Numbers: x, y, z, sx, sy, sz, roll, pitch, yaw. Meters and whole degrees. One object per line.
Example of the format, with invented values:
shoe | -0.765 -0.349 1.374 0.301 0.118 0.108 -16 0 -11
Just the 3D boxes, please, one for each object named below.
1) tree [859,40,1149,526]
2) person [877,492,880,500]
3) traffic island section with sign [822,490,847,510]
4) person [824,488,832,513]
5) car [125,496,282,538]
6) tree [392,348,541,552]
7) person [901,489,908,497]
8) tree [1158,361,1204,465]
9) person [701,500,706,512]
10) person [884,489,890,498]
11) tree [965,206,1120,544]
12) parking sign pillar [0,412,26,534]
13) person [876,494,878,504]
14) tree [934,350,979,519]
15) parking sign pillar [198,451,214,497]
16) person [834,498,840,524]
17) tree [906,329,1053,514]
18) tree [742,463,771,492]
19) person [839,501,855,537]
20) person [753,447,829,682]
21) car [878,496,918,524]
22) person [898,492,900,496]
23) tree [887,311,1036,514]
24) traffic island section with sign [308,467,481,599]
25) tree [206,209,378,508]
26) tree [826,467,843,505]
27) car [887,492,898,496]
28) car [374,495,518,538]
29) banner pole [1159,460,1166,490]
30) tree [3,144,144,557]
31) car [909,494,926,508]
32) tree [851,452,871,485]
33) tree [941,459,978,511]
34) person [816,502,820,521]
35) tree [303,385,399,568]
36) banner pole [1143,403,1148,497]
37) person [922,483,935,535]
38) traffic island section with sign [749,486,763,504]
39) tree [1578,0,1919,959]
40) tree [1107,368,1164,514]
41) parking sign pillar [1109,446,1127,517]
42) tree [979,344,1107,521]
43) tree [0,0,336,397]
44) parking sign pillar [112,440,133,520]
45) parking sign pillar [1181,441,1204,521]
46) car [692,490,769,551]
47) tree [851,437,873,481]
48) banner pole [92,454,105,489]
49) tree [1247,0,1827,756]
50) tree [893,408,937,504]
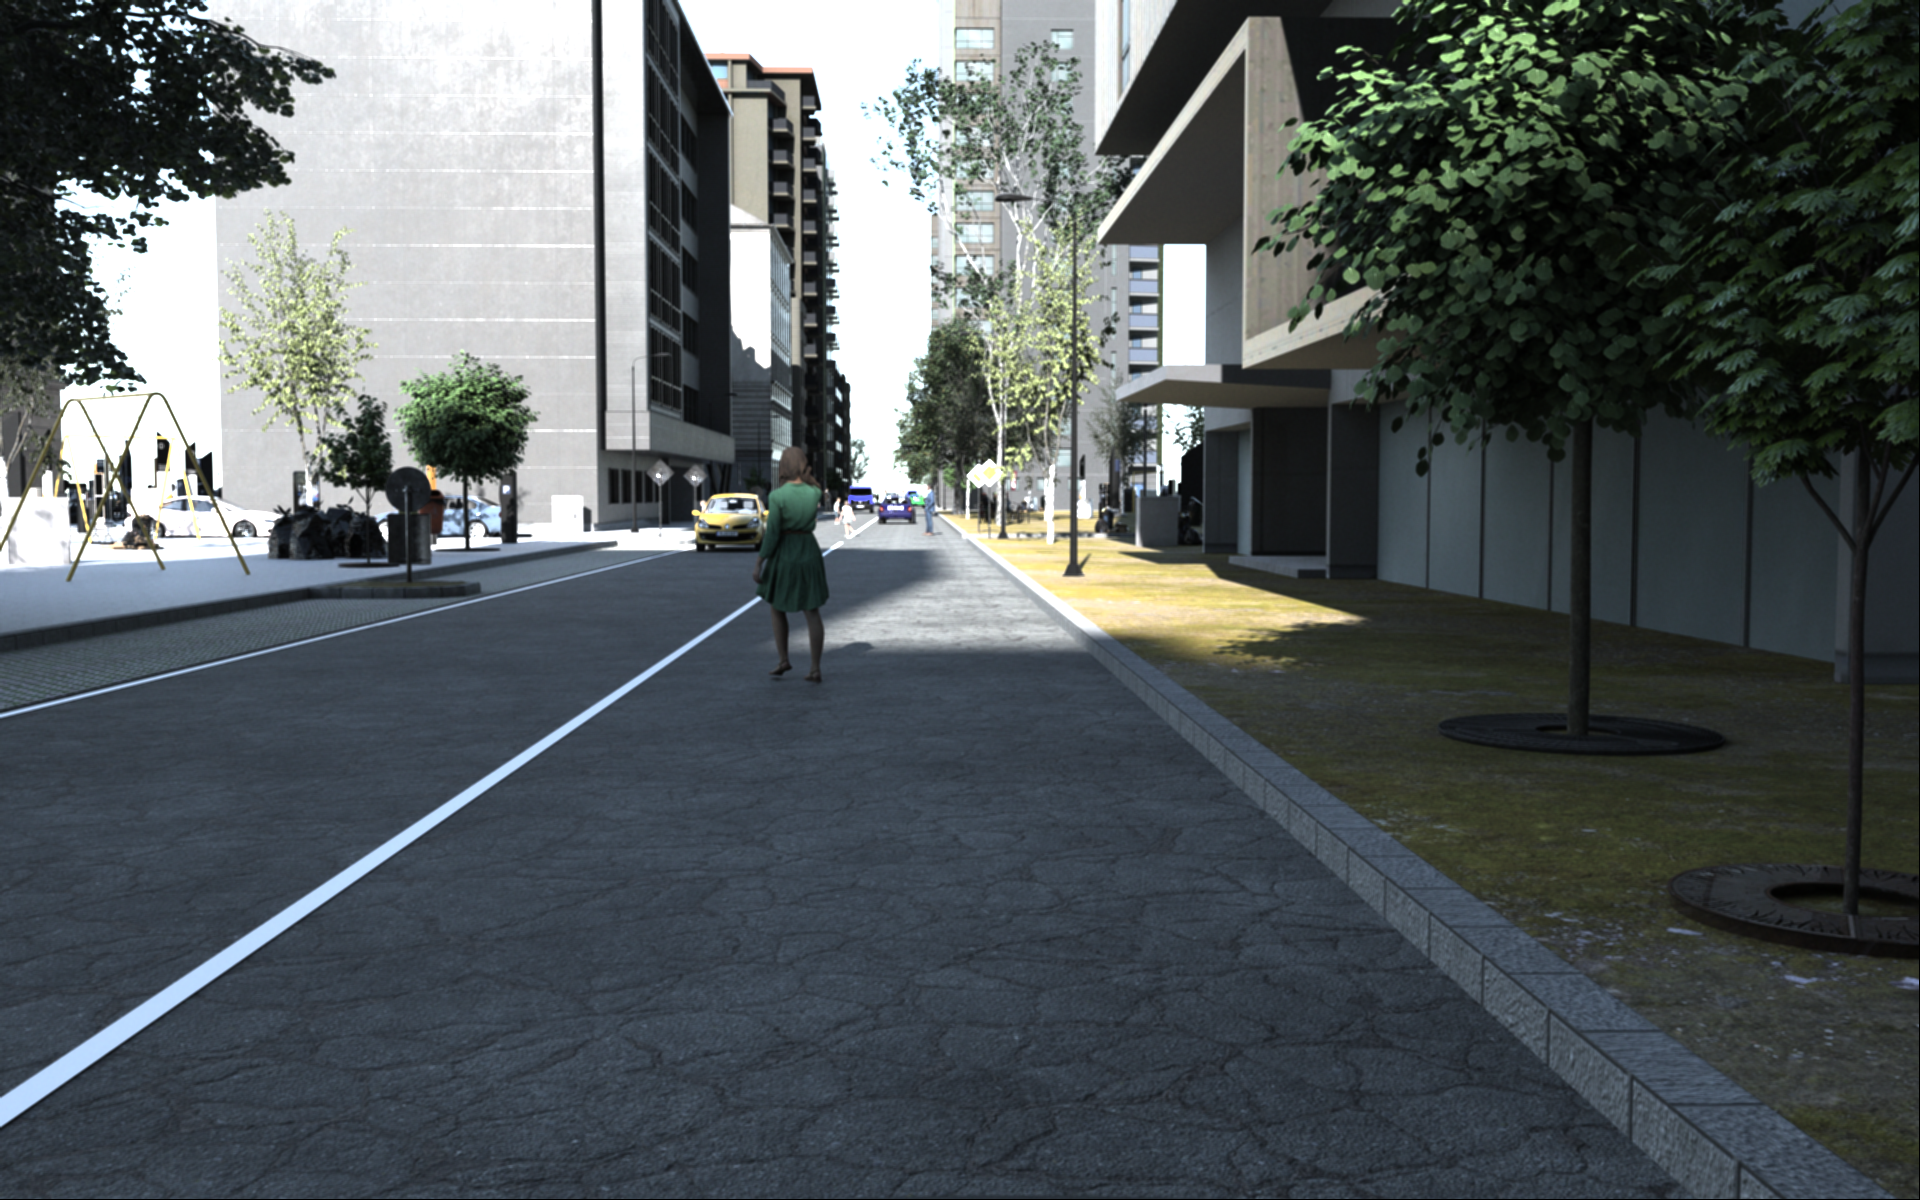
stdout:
tree | 3.069 -13.132 70.599 12.611 20.169 13.585 0 3 0
person | -13.078 -16.326 276.145 0.721 1.735 1.217 3 5 40
traffic island section with sign | -11.506 -9.086 157.188 1.989 1.847 2.006 0 4 -2
person | -9.989 -7.513 130.697 0.648 1.900 0.474 1 4 9
car | -23.295 -2.529 53.714 4.827 1.381 2.083 0 4 0
tree | -11.142 -3.399 39.289 4.285 4.588 4.351 0 3 0
person | -4.004 -7.061 124.302 0.623 1.781 0.721 1 4 13
tree | 13.098 -8.858 95.186 4.737 8.622 4.395 0 3 0
person | -8.856 -2.868 60.408 0.382 1.210 0.505 -2 4 -27
person | -5.390 -7.255 127.472 0.721 1.781 0.623 -2 4 -24
tree | 2.293 -5.779 44.853 4.737 8.622 4.395 0 3 0
parking sign pillar | -31.353 -4.172 56.690 1.447 3.967 1.447 -1 4 -8
person | -11.747 -14.166 243.375 0.557 1.426 1.065 1 4 22
tree | 0.534 -8.485 89.085 4.360 8.622 3.978 0 3 0
parking sign pillar | -46.753 -7.238 106.810 1.447 3.967 1.447 3 4 37
person | -5.854 -4.250 82.676 0.352 1.250 0.332 1 4 16
tree | 1.201 -9.963 97.313 8.767 10.594 7.601 0 4 -1
tree | -13.039 -7.026 109.474 1.663 3.219 1.824 0 3 0
person | -3.785 -2.727 58.096 0.505 1.210 0.382 -2 4 -35
person | -1.268 -0.279 13.308 0.600 1.795 0.529 -3 5 -41
car | -3.046 -4.372 84.062 1.945 1.354 3.894 0 4 0
person | -9.607 -15.865 268.614 0.721 1.743 1.217 0 4 7
tree | -0.049 -11.742 108.988 9.611 12.733 9.660 0 3 0
traffic island section with sign | -7.904 -0.970 24.489 1.989 1.847 2.006 0 4 -2
tree | -16.921 -5.765 44.613 4.737 8.622 4.395 0 3 0
tree | -15.573 -13.775 208.926 4.285 4.588 4.351 0 3 0
car | -11.373 -17.152 289.100 2.281 1.827 5.304 0 4 -3
car | -16.146 -2.576 54.114 4.499 1.417 2.014 0 4 0
banner pole | 15.071 -8.485 128.748 0.401 3.779 0.863 -2 4 -32
tree | -19.121 -5.171 34.914 4.360 8.622 3.978 0 3 0
car | -4.477 -10.387 178.625 1.959 1.807 4.718 0 4 -3
tree | -16.799 -20.160 279.978 4.737 8.622 4.395 0 3 0
tree | 0.121 -9.250 134.949 4.285 4.588 4.351 0 3 0
person | -7.426 -4.828 87.556 0.853 1.813 0.709 3 5 40
tree | -10.470 -2.210 30.739 1.663 3.219 1.824 0 3 0
banner pole | 5.082 -3.522 47.597 0.401 3.779 0.863 0 4 6
person | -1.064 -3.156 60.278 0.419 1.800 0.721 -1 4 -13
traffic island section with sign | -9.425 -4.388 80.371 1.989 1.847 2.006 0 4 -2
tree | 2.679 -0.639 5.048 1.663 3.219 1.824 0 3 0
tree | 9.793 -9.272 101.959 4.360 8.622 3.978 0 3 0
parking sign pillar | 8.660 -6.647 97.144 1.447 3.967 1.447 0 4 -3
tree | 3.975 -8.132 83.317 4.360 8.622 3.978 0 3 0
tree | -10.219 -6.629 15.044 9.857 13.997 8.962 0 3 0
parking sign pillar | -40.984 -5.911 85.113 1.447 3.967 1.447 -2 4 -33
parking sign pillar | 11.360 -5.833 83.844 1.447 3.967 1.447 1 4 22
car | -5.807 -2.099 44.540 2.015 1.641 3.980 0 4 -2
tree | -18.316 -22.376 291.602 9.928 11.665 9.643 0 3 0
banner pole | -53.775 -7.219 108.053 0.863 3.779 0.401 -1 4 -9
tree | 3.230 -1.554 9.121 4.285 4.588 4.351 0 3 0
tree | -3.307 -19.012 217.504 9.857 13.997 8.962 0 3 0
